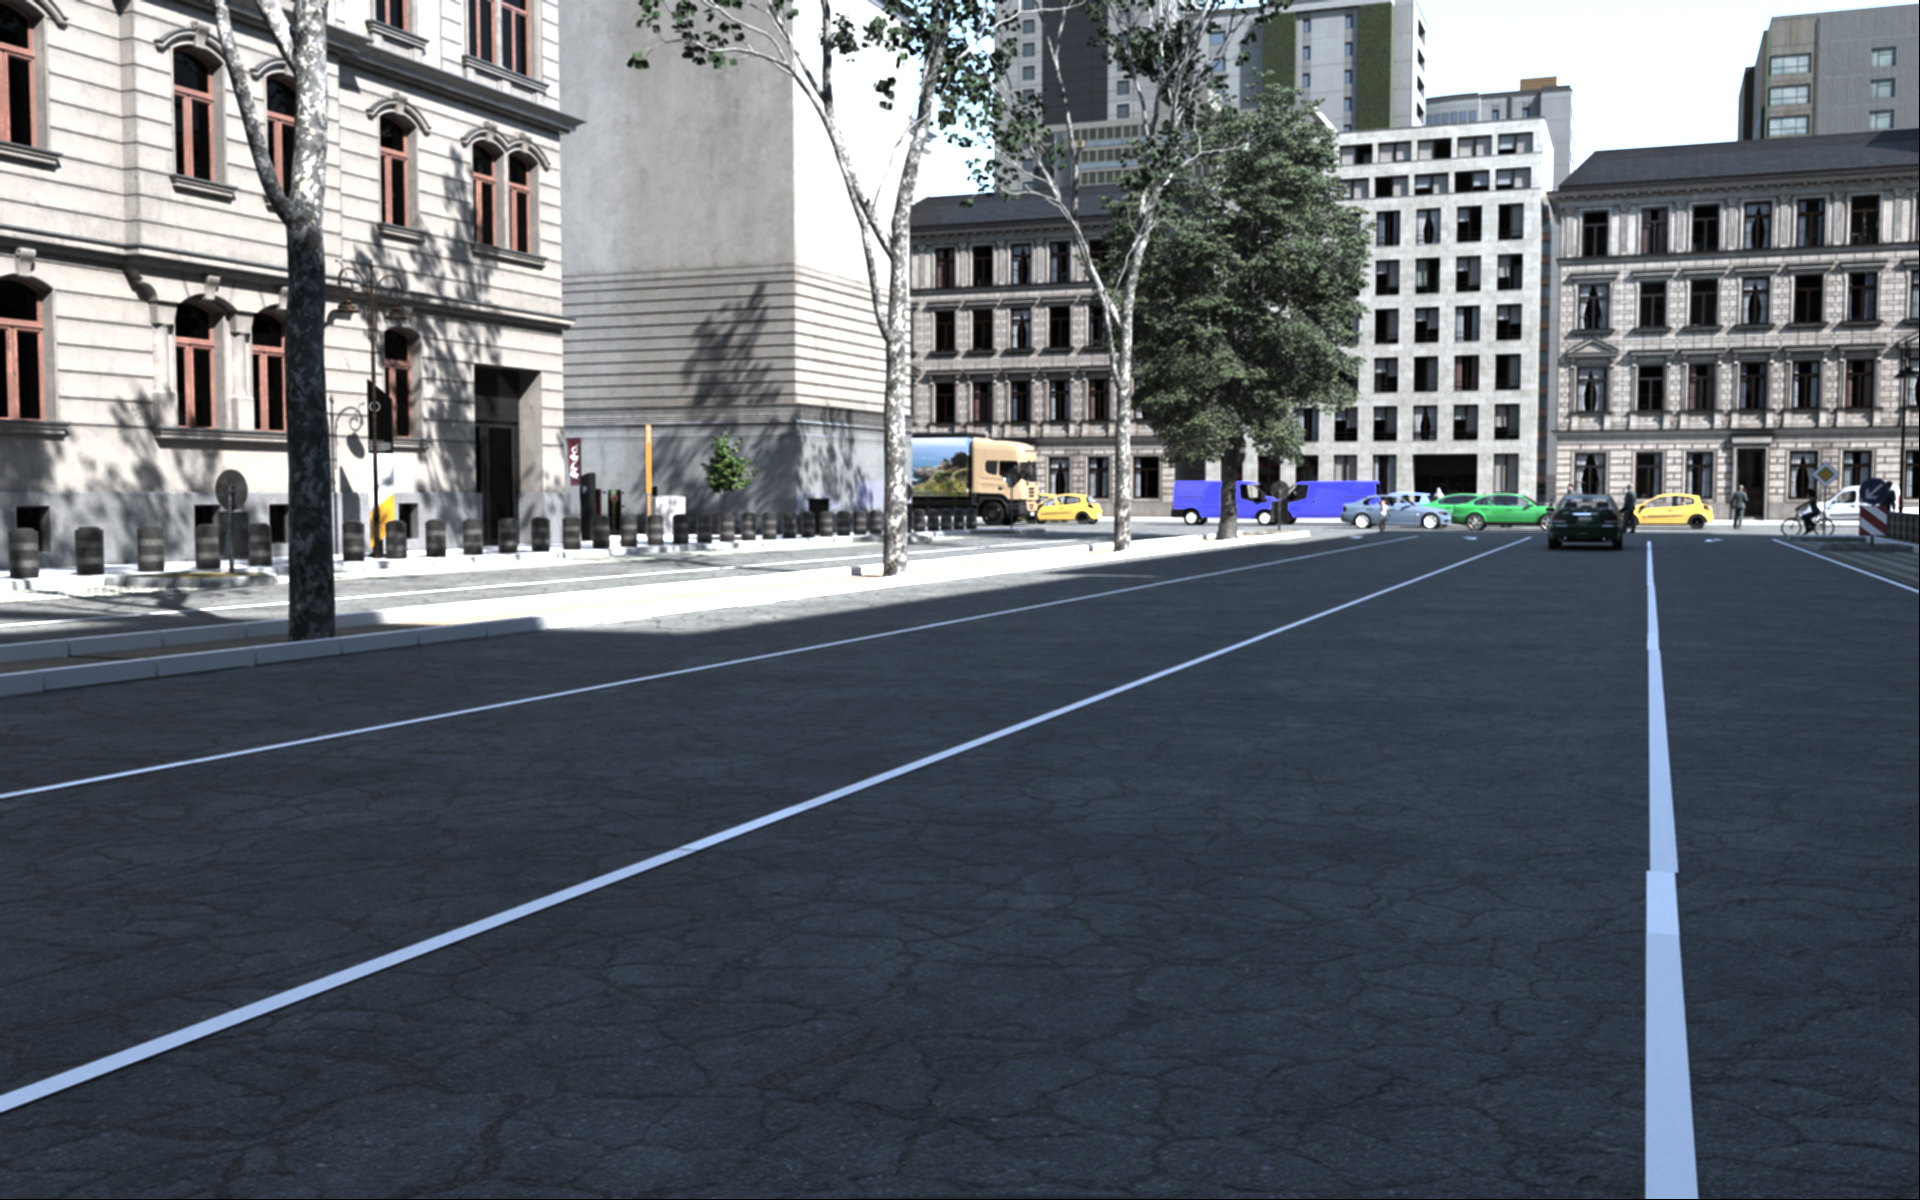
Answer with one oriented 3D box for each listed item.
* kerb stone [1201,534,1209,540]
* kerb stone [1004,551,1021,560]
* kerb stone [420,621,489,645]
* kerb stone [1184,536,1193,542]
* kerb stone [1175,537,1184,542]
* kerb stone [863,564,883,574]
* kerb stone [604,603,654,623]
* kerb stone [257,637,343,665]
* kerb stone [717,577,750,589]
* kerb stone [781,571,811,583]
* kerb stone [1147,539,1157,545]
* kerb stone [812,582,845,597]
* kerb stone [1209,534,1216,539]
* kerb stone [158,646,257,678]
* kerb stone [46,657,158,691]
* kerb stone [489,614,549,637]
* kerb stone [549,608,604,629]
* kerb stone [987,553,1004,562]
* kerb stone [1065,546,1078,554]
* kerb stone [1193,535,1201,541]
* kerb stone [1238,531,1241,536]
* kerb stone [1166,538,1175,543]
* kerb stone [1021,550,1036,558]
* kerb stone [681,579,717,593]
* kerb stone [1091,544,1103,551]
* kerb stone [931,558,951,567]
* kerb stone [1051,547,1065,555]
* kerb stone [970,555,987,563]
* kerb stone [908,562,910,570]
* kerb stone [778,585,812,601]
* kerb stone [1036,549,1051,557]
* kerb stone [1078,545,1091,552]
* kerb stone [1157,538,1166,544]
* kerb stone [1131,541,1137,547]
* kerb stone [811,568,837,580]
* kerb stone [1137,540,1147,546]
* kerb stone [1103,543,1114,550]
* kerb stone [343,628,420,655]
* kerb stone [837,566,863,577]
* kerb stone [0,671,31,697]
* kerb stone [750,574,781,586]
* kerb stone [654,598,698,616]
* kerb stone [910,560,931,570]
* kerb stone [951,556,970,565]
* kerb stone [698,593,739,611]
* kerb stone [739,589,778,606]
[{"bbox_3d":[7.503,-1.947,54.033,0.120,0.150,1.000,1,4,22],"label":"kerb stone"},{"bbox_3d":[1.044,-0.949,37.747,0.120,0.150,1.000,1,4,22],"label":"kerb stone"},{"bbox_3d":[-4.979,0.325,16.875,0.120,0.150,1.000,1,4,22],"label":"kerb stone"},{"bbox_3d":[6.746,-1.830,52.121,0.120,0.150,1.000,1,4,22],"label":"kerb stone"},{"bbox_3d":[6.366,-1.767,51.168,0.120,0.150,1.000,1,4,22],"label":"kerb stone"},{"bbox_3d":[-1.607,-0.542,31.052,0.120,0.150,1.000,1,4,22],"label":"kerb stone"},{"bbox_3d":[-3.840,0.150,19.736,0.120,0.150,1.000,1,4,22],"label":"kerb stone"},{"bbox_3d":[-5.747,0.443,14.957,0.120,0.150,1.000,1,4,22],"label":"kerb stone"},{"bbox_3d":[-3.513,-0.249,26.265,0.120,0.150,1.000,1,4,22],"label":"kerb stone"},{"bbox_3d":[-2.750,-0.366,28.174,0.120,0.150,1.000,1,4,22],"label":"kerb stone"},{"bbox_3d":[5.229,-1.596,48.294,0.120,0.150,1.000,1,4,22],"label":"kerb stone"},{"bbox_3d":[-1.940,-0.142,24.532,0.120,0.150,1.000,1,4,22],"label":"kerb stone"},{"bbox_3d":[7.887,-2.001,54.985,0.120,0.150,1.000,1,4,22],"label":"kerb stone"},{"bbox_3d":[-6.123,0.501,14.002,0.120,0.150,1.000,1,4,22],"label":"kerb stone"},{"bbox_3d":[-6.505,0.560,13.043,0.120,0.150,1.000,1,4,22],"label":"kerb stone"},{"bbox_3d":[-4.598,0.267,17.828,0.120,0.150,1.000,1,4,22],"label":"kerb stone"},{"bbox_3d":[-4.223,0.211,18.784,0.120,0.150,1.000,1,4,22],"label":"kerb stone"},{"bbox_3d":[0.660,-0.892,36.786,0.120,0.150,1.000,1,4,22],"label":"kerb stone"},{"bbox_3d":[2.572,-1.185,41.573,0.120,0.150,1.000,1,4,22],"label":"kerb stone"},{"bbox_3d":[7.126,-1.889,53.078,0.120,0.150,1.000,1,4,22],"label":"kerb stone"},{"bbox_3d":[9.399,-2.239,58.811,0.120,0.150,1.000,1,4,22],"label":"kerb stone"},{"bbox_3d":[5.976,-1.713,50.211,0.120,0.150,1.000,1,4,22],"label":"kerb stone"},{"bbox_3d":[1.418,-1.010,38.703,0.120,0.150,1.000,1,4,22],"label":"kerb stone"},{"bbox_3d":[-3.892,-0.191,25.311,0.120,0.150,1.000,1,4,22],"label":"kerb stone"},{"bbox_3d":[3.327,-1.303,43.501,0.120,0.150,1.000,1,4,22],"label":"kerb stone"},{"bbox_3d":[-0.472,-0.709,33.920,0.120,0.150,1.000,1,4,22],"label":"kerb stone"},{"bbox_3d":[2.185,-1.125,40.619,0.120,0.150,1.000,1,4,22],"label":"kerb stone"},{"bbox_3d":[0.278,-0.831,35.833,0.120,0.150,1.000,1,4,22],"label":"kerb stone"},{"bbox_3d":[-1.231,-0.600,32.007,0.120,0.150,1.000,1,4,22],"label":"kerb stone"},{"bbox_3d":[-2.324,-0.083,23.579,0.120,0.150,1.000,1,4,22],"label":"kerb stone"},{"bbox_3d":[1.813,-1.068,39.662,0.120,0.150,1.000,1,4,22],"label":"kerb stone"},{"bbox_3d":[2.943,-1.244,42.542,0.120,0.150,1.000,1,4,22],"label":"kerb stone"},{"bbox_3d":[5.606,-1.654,49.249,0.120,0.150,1.000,1,4,22],"label":"kerb stone"},{"bbox_3d":[4.468,-1.479,46.381,0.120,0.150,1.000,1,4,22],"label":"kerb stone"},{"bbox_3d":[-2.376,-0.424,29.131,0.120,0.150,1.000,1,4,22],"label":"kerb stone"},{"bbox_3d":[4.846,-1.534,47.342,0.120,0.150,1.000,1,4,22],"label":"kerb stone"},{"bbox_3d":[3.706,-1.361,44.456,0.120,0.150,1.000,1,4,22],"label":"kerb stone"},{"bbox_3d":[-5.364,0.384,15.914,0.120,0.150,1.000,1,4,22],"label":"kerb stone"},{"bbox_3d":[-1.991,-0.483,30.088,0.120,0.150,1.000,1,4,22],"label":"kerb stone"},{"bbox_3d":[-6.872,0.618,12.084,0.120,0.150,1.000,1,4,22],"label":"kerb stone"},{"bbox_3d":[-3.132,-0.300,27.221,0.120,0.150,1.000,1,4,22],"label":"kerb stone"},{"bbox_3d":[-3.472,0.092,20.694,0.120,0.150,1.000,1,4,22],"label":"kerb stone"},{"bbox_3d":[-0.845,-0.657,32.964,0.120,0.150,1.000,1,4,22],"label":"kerb stone"},{"bbox_3d":[-0.095,-0.776,34.877,0.120,0.150,1.000,1,4,22],"label":"kerb stone"},{"bbox_3d":[-3.088,0.035,21.647,0.120,0.150,1.000,1,4,22],"label":"kerb stone"},{"bbox_3d":[-2.700,-0.025,22.604,0.120,0.150,1.000,1,4,22],"label":"kerb stone"}]
